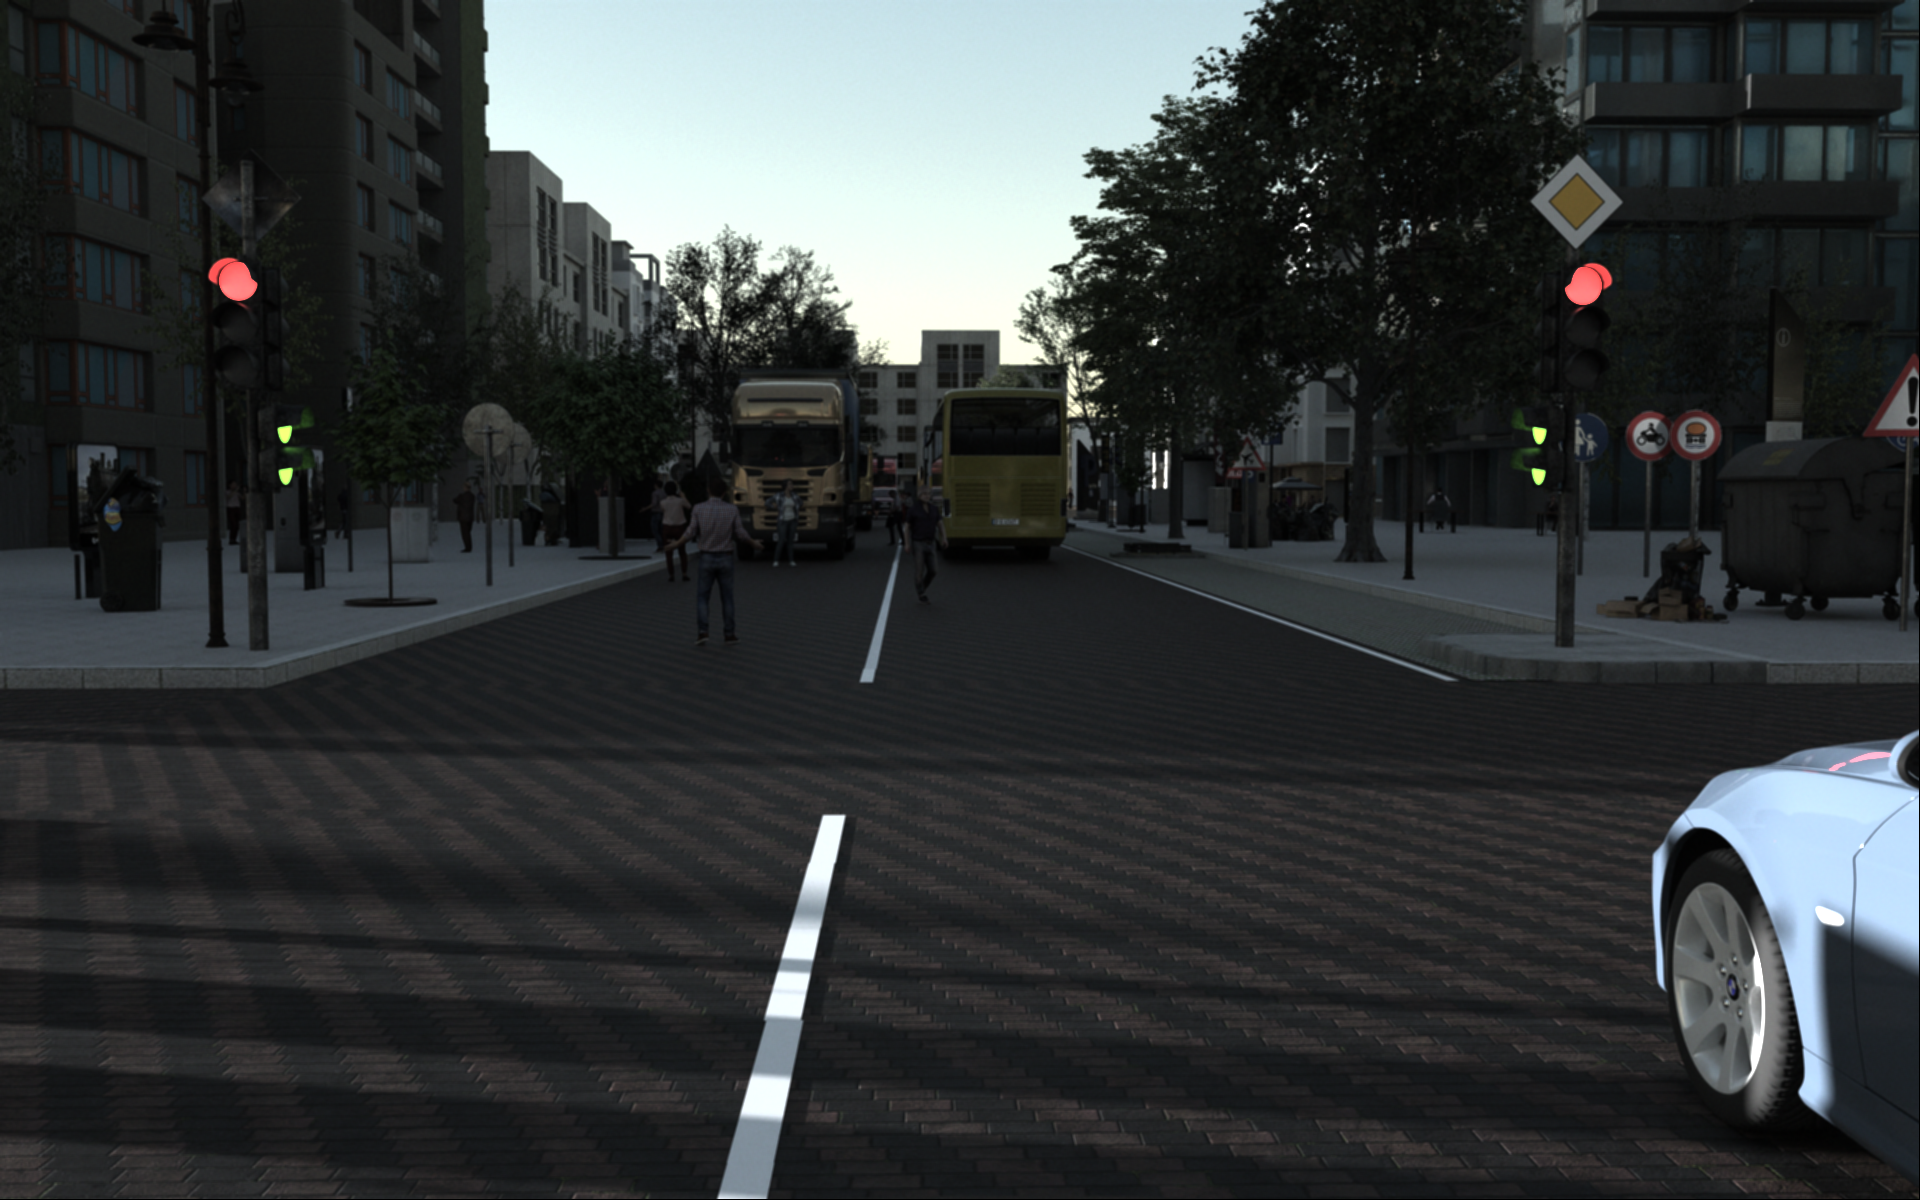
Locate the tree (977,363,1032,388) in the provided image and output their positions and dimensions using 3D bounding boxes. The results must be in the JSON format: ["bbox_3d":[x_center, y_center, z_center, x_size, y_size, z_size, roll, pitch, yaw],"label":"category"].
[{"bbox_3d":[4.267,-14.216,150.565,7.486,12.596,7.792,0,3,0],"label":"tree"}]

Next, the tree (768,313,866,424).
[{"bbox_3d":[-9.445,-11.654,108.675,7.486,12.596,7.792,0,3,0],"label":"tree"}]

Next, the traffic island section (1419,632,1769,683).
[{"bbox_3d":[5.105,0.472,14.566,2.009,0.180,2.903,0,4,-2],"label":"traffic island section"}]

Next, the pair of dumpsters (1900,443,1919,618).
[{"bbox_3d":[10.508,-0.814,15.798,1.574,2.255,4.437,0,4,-1],"label":"pair of dumpsters"}]

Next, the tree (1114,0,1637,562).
[{"bbox_3d":[7.741,-7.067,32.554,9.611,12.733,9.660,0,3,0],"label":"tree"}]

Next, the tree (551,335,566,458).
[{"bbox_3d":[-19.003,-7.425,71.754,4.360,8.622,3.978,0,3,0],"label":"tree"}]

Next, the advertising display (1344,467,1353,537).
[{"bbox_3d":[9.519,-2.218,41.486,0.974,1.923,0.123,-3,5,-44],"label":"advertising display"}]

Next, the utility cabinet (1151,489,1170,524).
[{"bbox_3d":[8.613,-3.974,73.660,1.173,1.500,0.318,-3,5,-41],"label":"utility cabinet"}]

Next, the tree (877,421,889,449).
[{"bbox_3d":[-11.159,-13.913,161.893,8.767,10.594,7.601,-2,4,-24],"label":"tree"}]

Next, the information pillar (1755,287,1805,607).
[{"bbox_3d":[9.404,-1.740,19.798,0.504,3.616,0.183,-1,4,-23],"label":"information pillar"}]

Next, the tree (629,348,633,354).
[{"bbox_3d":[-16.993,-8.284,85.799,4.737,8.622,4.395,0,3,0],"label":"tree"}]

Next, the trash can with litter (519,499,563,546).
[{"bbox_3d":[-10.466,-1.950,43.267,1.055,1.170,0.624,0,4,3],"label":"trash can with litter"}]

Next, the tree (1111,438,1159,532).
[{"bbox_3d":[6.011,-3.962,59.374,1.663,3.219,1.824,0,3,0],"label":"tree"}]

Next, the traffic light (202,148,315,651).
[{"bbox_3d":[-5.752,-1.542,14.140,0.839,4.253,0.868,0,4,-2],"label":"traffic light"}]

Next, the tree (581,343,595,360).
[{"bbox_3d":[-18.007,-7.901,79.537,4.360,8.622,3.978,0,3,0],"label":"tree"}]

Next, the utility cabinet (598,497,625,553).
[{"bbox_3d":[-7.653,-1.648,38.108,0.306,1.237,1.020,0,4,6],"label":"utility cabinet"}]

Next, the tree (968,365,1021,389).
[{"bbox_3d":[3.979,-15.465,163.214,12.009,13.543,11.850,0,3,0],"label":"tree"}]

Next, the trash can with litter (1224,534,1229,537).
[{"bbox_3d":[8.844,-2.508,52.063,2.233,1.210,1.678,-1,4,-22],"label":"trash can with litter"}]

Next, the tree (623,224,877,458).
[{"bbox_3d":[-7.558,-7.629,59.149,8.767,10.594,7.601,0,4,1],"label":"tree"}]

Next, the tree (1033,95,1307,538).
[{"bbox_3d":[6.365,-8.030,49.418,7.486,12.596,7.792,0,3,0],"label":"tree"}]

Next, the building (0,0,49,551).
[{"bbox_3d":[-28.606,-21.376,33.100,14.154,41.232,14.086,0,4,-2],"label":"building"}]

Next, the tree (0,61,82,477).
[{"bbox_3d":[-17.527,-4.917,30.755,4.360,8.622,3.978,0,3,0],"label":"tree"}]

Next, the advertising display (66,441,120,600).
[{"bbox_3d":[-10.705,-0.993,21.450,0.123,1.923,0.974,0,4,4],"label":"advertising display"}]

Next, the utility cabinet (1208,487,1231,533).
[{"bbox_3d":[8.659,-2.969,57.217,0.318,1.500,1.173,3,5,44],"label":"utility cabinet"}]

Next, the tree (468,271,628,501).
[{"bbox_3d":[-14.276,-6.590,58.103,4.737,8.622,4.395,0,3,0],"label":"tree"}]

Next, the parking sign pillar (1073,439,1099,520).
[{"bbox_3d":[6.336,-5.956,85.847,1.447,3.967,1.447,3,5,40],"label":"parking sign pillar"}]

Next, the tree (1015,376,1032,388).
[{"bbox_3d":[4.549,-12.360,136.503,7.601,10.594,8.767,-1,4,-8],"label":"tree"}]

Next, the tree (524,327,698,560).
[{"bbox_3d":[-6.892,-3.098,34.363,4.285,4.588,4.351,0,3,0],"label":"tree"}]

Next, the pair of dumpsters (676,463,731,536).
[{"bbox_3d":[-7.575,-3.041,52.207,1.574,2.255,4.437,0,4,-2],"label":"pair of dumpsters"}]

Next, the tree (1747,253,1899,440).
[{"bbox_3d":[26.517,-6.312,53.566,4.737,8.622,4.395,0,3,0],"label":"tree"}]

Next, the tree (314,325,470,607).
[{"bbox_3d":[-6.557,-1.550,19.941,1.663,3.219,1.824,0,3,0],"label":"tree"}]

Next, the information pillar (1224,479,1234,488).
[{"bbox_3d":[9.727,-3.563,62.754,0.304,2.012,0.304,0,4,-6],"label":"information pillar"}]

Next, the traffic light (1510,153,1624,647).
[{"bbox_3d":[5.065,-1.561,14.451,0.839,4.253,0.868,0,4,-2],"label":"traffic light"}]

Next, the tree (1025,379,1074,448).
[{"bbox_3d":[5.205,-9.843,111.295,4.360,8.622,3.978,0,3,0],"label":"tree"}]

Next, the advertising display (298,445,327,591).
[{"bbox_3d":[-8.746,-1.113,23.412,0.123,1.923,0.974,0,4,-7],"label":"advertising display"}]

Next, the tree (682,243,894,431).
[{"bbox_3d":[-8.394,-10.630,84.178,12.009,13.543,11.850,0,3,0],"label":"tree"}]

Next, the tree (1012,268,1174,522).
[{"bbox_3d":[6.367,-9.339,78.441,9.928,11.665,9.643,0,3,0],"label":"tree"}]

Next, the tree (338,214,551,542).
[{"bbox_3d":[-14.005,-5.895,46.748,4.360,8.622,3.978,0,3,0],"label":"tree"}]

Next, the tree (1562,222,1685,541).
[{"bbox_3d":[17.263,-5.900,46.827,4.737,8.622,4.395,0,3,0],"label":"tree"}]

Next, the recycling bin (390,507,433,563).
[{"bbox_3d":[-10.305,-1.218,32.471,0.722,1.027,0.722,-1,4,-11],"label":"recycling bin"}]

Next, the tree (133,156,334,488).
[{"bbox_3d":[-15.416,-5.321,37.356,4.737,8.622,4.395,0,3,0],"label":"tree"}]

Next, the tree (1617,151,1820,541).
[{"bbox_3d":[16.527,-5.384,38.397,4.360,8.622,3.978,0,3,0],"label":"tree"}]
